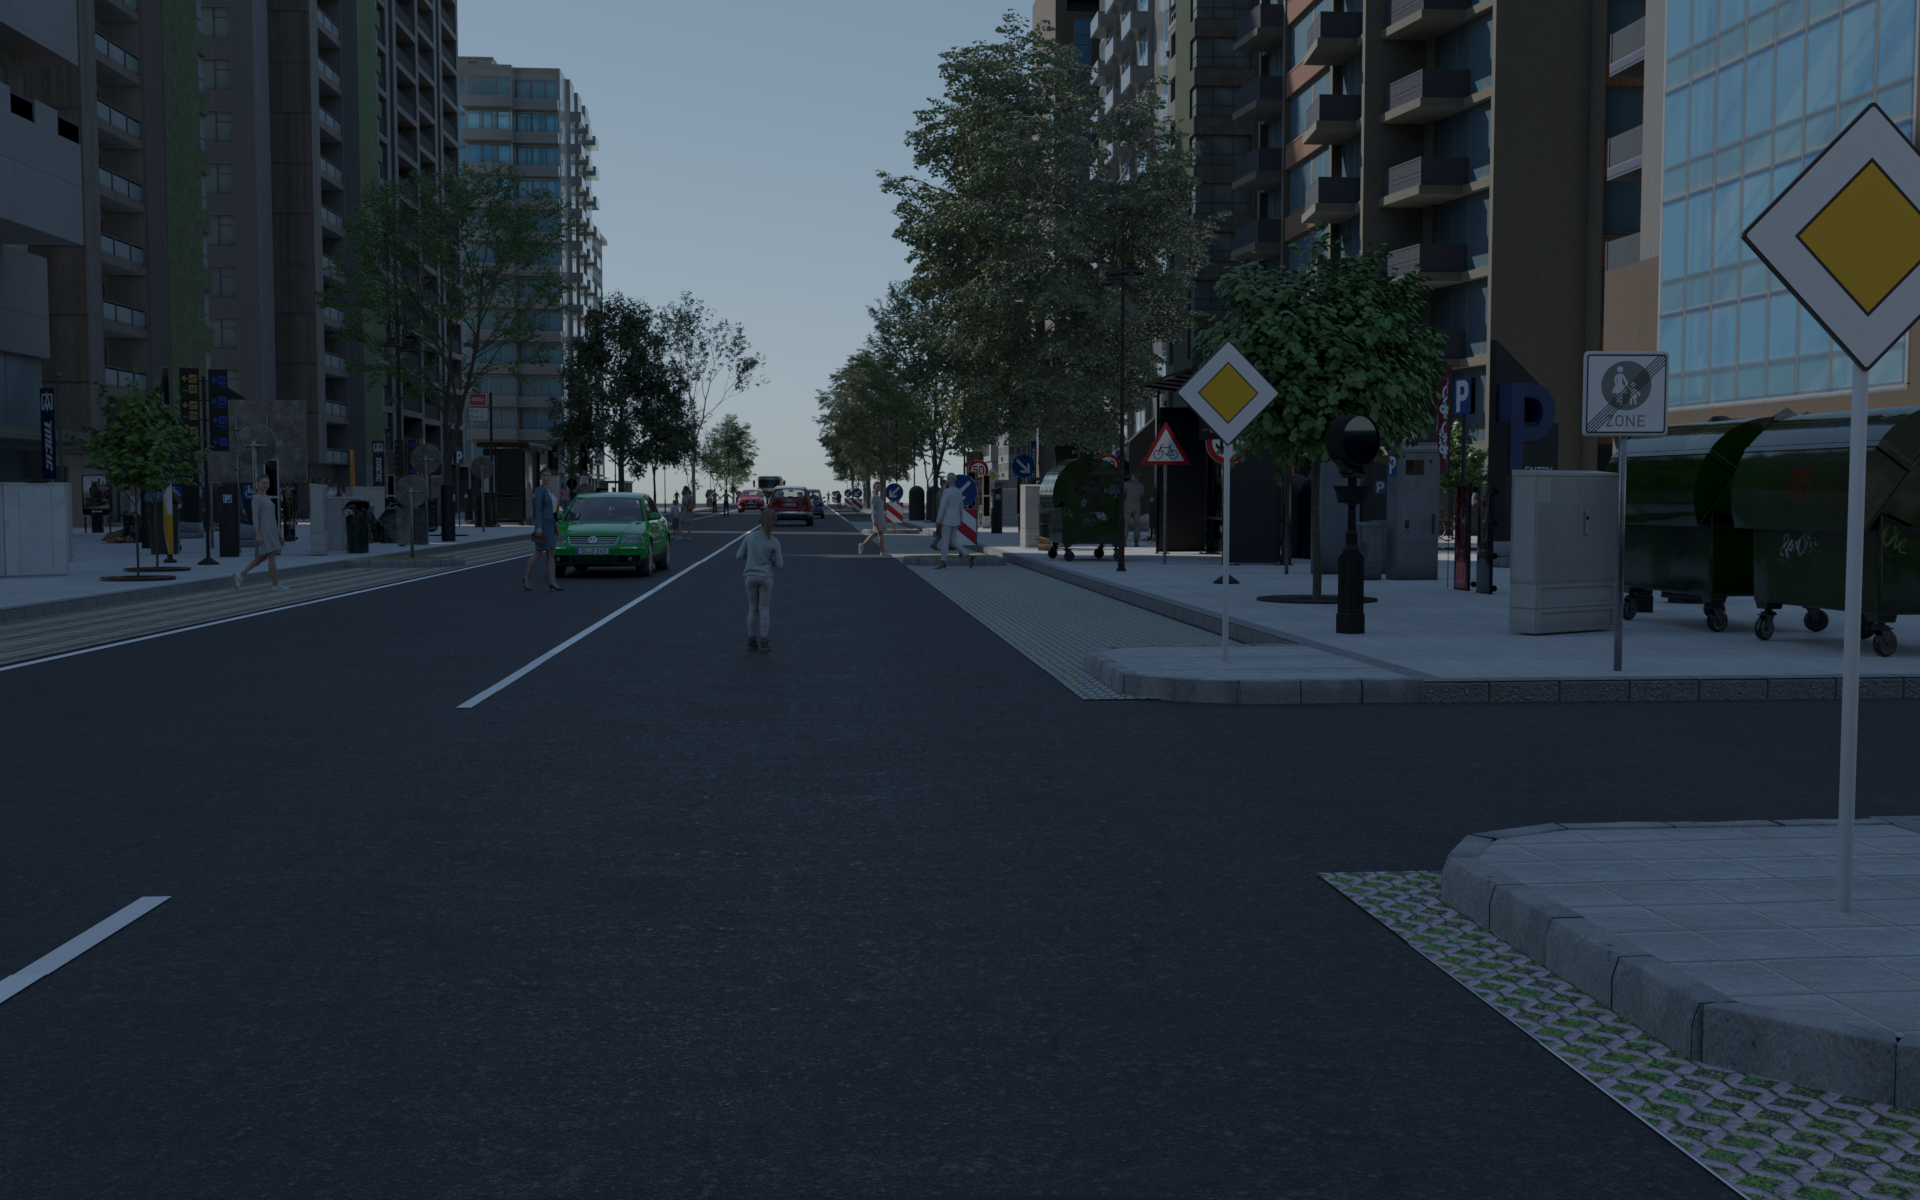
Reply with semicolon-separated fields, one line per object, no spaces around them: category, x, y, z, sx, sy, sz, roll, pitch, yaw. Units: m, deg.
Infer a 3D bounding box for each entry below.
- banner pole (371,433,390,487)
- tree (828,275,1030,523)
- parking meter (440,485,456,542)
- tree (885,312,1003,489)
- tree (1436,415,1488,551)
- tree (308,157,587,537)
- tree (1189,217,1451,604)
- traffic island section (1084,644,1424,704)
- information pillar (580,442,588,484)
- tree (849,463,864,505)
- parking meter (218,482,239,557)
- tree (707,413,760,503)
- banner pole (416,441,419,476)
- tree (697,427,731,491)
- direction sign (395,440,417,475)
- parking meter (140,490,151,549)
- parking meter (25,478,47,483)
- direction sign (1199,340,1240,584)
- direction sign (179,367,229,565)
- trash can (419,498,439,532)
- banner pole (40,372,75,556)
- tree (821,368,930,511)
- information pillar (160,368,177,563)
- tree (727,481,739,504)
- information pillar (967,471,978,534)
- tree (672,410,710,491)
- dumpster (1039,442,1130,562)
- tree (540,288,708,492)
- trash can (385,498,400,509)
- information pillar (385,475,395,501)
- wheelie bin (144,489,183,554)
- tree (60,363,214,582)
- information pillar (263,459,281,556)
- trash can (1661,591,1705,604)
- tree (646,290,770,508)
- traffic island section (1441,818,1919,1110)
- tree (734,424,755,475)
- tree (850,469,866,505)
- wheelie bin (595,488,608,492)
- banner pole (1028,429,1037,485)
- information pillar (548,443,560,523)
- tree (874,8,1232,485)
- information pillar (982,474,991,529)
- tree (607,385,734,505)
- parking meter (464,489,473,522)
banner pole;-23.700;-4.962;71.150;0.863;3.779;0.401;-1;4;-15
tree;-0.927;-9.276;77.425;9.928;11.665;9.643;0;3;0
parking meter;-13.871;-2.356;46.927;0.372;1.533;0.369;0;3;0
tree;0.265;-7.238;68.710;4.737;8.622;4.395;0;3;0
tree;11.397;-2.748;39.535;1.663;3.219;1.824;0;3;0
tree;-15.495;-7.762;52.660;9.928;11.665;9.643;0;3;0
tree;4.330;-2.269;20.810;4.285;4.588;4.351;0;3;0
traffic island section;2.076;0.551;13.272;2.009;0.180;2.903;0;4;-5
information pillar;-16.976;-5.310;78.170;0.183;3.616;0.504;1;4;21
tree;-11.207;-15.219;199.185;4.737;8.622;4.395;0;3;0
parking meter;-14.911;-1.645;35.309;0.372;1.533;0.369;0;3;0
tree;-31.869;-19.882;243.204;7.486;12.596;7.792;0;3;0
banner pole;-25.617;-5.613;81.782;0.401;3.779;0.863;-2;4;-26
tree;-26.825;-14.568;188.553;4.737;8.622;4.395;0;3;0
direction sign;-23.198;-4.927;72.545;0.876;3.537;0.379;0;4;1
parking meter;-19.147;-1.988;40.920;0.372;1.533;0.369;0;3;0
parking meter;-14.712;-1.179;27.688;0.372;1.533;0.369;0;3;0
direction sign;3.820;-2.002;24.725;0.876;3.537;0.379;2;4;33
direction sign;-13.645;-2.406;31.337;0.379;3.537;0.876;3;5;41
trash can;-18.066;-2.886;58.832;0.748;1.137;0.748;0;3;0
banner pole;-18.710;-2.798;35.772;0.863;3.779;0.401;2;4;28
tree;-5.710;-11.807;127.462;8.767;10.594;7.601;1;4;17
information pillar;-14.815;-2.507;32.342;0.183;3.616;0.504;-2;4;-34
tree;-30.691;-14.604;233.375;1.663;3.219;1.824;0;3;0
information pillar;0.405;-3.130;55.671;0.304;2.012;0.304;1;4;10
tree;-22.457;-11.765;142.728;4.360;8.622;3.978;0;3;0
dumpster;2.408;-1.902;33.586;1.502;2.255;1.985;0;4;-5
tree;-18.881;-10.994;96.761;9.611;12.733;9.660;0;3;0
trash can;-20.394;-3.090;62.173;0.748;1.137;0.748;0;3;0
information pillar;-21.432;-3.712;65.189;0.304;2.012;0.304;-2;4;-28
wheelie bin;-17.008;-1.779;36.990;0.693;1.594;0.980;-1;4;-17
tree;-12.155;-1.900;25.659;1.663;3.219;1.824;0;3;0
information pillar;-14.380;-1.940;36.210;0.304;2.012;0.304;-1;4;-20
trash can;8.606;-0.537;20.426;0.748;1.137;0.748;0;3;0
tree;-23.861;-18.562;159.372;12.611;20.169;13.585;0;3;0
traffic island section;2.761;1.038;5.316;2.009;0.180;2.903;0;4;-5
tree;-28.945;-17.021;212.705;8.767;10.594;7.601;2;4;33
tree;-11.338;-15.519;204.090;4.360;8.622;3.978;0;3;0
wheelie bin;-17.687;-4.755;85.653;0.980;1.594;0.693;-3;5;-41
banner pole;2.331;-4.052;56.268;0.401;3.779;0.863;-1;4;-20
information pillar;-18.287;-5.299;78.000;0.504;3.616;0.183;-1;4;-11
tree;2.357;-8.522;45.988;9.857;13.997;8.962;0;3;0
information pillar;0.984;-3.663;64.374;0.304;2.012;0.304;0;4;-2
tree;-22.295;-11.642;124.762;8.767;10.594;7.601;3;5;42
parking meter;-22.649;-4.369;79.850;0.372;1.533;0.369;0;3;0
